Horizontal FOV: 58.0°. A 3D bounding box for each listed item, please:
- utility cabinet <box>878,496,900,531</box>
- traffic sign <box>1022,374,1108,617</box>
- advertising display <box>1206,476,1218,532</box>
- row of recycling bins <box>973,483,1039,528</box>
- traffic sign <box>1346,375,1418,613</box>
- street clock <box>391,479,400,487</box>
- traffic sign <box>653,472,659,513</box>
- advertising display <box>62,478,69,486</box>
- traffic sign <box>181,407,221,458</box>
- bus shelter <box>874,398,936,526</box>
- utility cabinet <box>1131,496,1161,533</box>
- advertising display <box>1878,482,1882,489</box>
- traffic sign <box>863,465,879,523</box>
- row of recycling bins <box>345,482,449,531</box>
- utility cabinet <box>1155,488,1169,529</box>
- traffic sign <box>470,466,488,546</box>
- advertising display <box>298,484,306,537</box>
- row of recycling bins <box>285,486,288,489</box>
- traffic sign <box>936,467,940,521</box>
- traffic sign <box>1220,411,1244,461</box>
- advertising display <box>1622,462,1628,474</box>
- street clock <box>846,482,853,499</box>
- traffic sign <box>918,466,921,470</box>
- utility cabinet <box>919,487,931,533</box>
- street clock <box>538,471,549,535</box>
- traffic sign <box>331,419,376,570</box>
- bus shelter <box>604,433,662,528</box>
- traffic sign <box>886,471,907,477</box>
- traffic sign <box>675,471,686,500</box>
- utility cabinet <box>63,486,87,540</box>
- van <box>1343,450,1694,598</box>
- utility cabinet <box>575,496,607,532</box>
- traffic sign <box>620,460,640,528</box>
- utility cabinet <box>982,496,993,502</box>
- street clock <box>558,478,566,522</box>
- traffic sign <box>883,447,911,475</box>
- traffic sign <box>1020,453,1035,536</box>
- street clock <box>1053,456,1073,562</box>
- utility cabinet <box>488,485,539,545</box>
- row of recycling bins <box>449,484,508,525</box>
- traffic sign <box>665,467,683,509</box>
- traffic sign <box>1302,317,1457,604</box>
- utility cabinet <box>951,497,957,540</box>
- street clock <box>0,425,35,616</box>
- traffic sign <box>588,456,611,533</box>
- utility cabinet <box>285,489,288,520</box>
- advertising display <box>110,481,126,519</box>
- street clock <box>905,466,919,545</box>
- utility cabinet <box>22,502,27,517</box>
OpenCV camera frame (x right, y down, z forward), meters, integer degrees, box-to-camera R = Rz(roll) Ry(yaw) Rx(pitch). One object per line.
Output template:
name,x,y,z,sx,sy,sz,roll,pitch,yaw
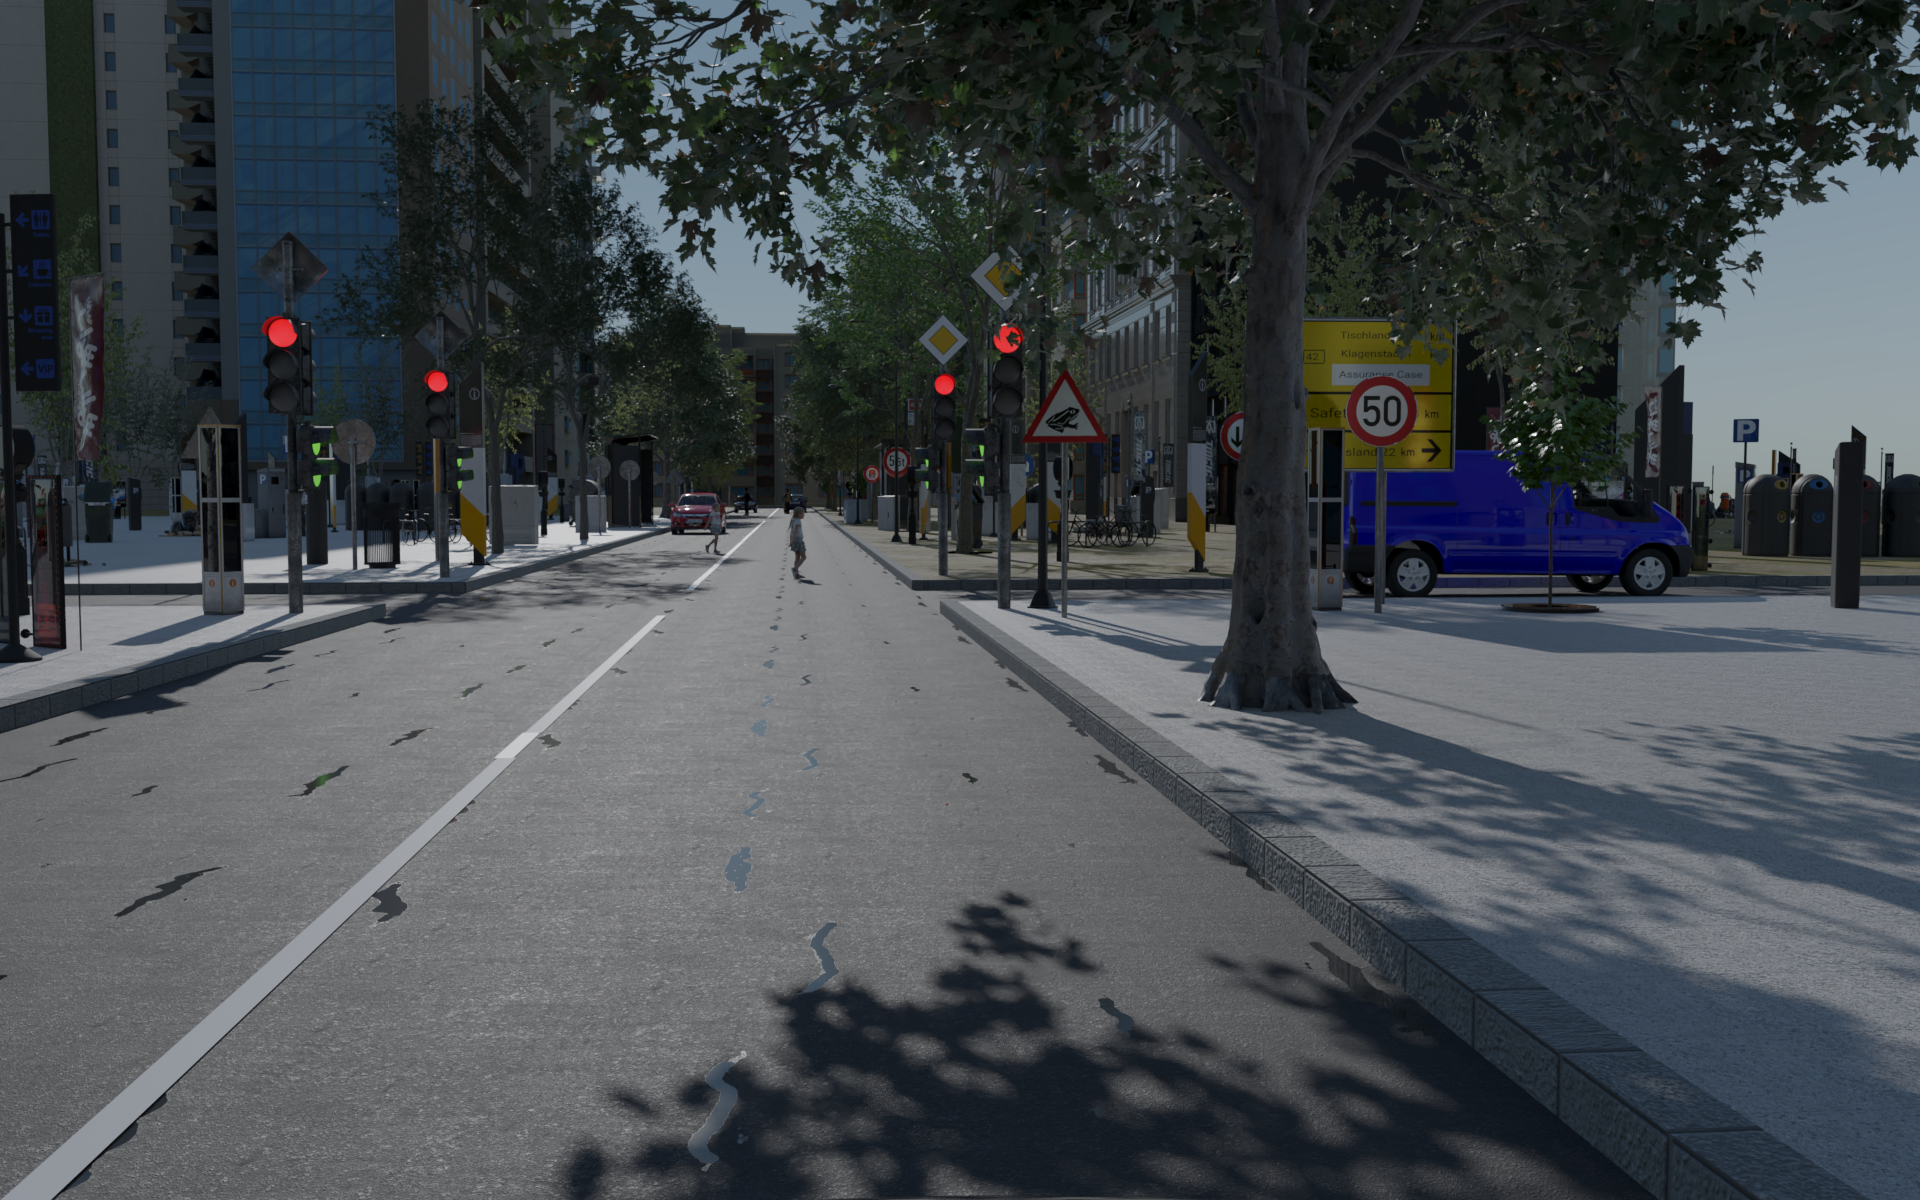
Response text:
utility cabinet,-2.518,-3.054,61.087,0.306,1.237,1.020,-3,4,-36
traffic sign,1.084,-1.097,17.948,0.884,2.594,0.081,0,4,2
advertising display,8.329,-3.280,58.847,0.974,1.923,0.123,3,5,44
row of recycling bins,1.779,-3.610,66.136,3.534,1.692,1.069,0,4,-8
traffic sign,4.516,-1.133,18.629,0.768,2.556,0.104,0,4,2
street clock,-27.851,-4.954,85.569,0.471,2.002,0.358,-2,4,-29
traffic sign,-17.451,-6.008,98.338,0.768,2.556,0.104,0,4,-2
advertising display,-35.311,-3.860,68.328,0.123,1.923,0.974,-1,4,-15
traffic sign,-11.205,-1.585,25.916,0.884,2.594,0.081,0,4,-3
bus shelter,-2.317,-5.648,69.984,2.179,5.291,8.768,0,4,-5
utility cabinet,6.112,-2.801,56.959,1.020,1.237,0.306,-2,4,-31
advertising display,46.762,-5.122,88.953,0.974,1.923,0.123,2,4,29
traffic sign,-3.901,-4.698,76.914,0.768,2.556,0.104,0,3,0
row of recycling bins,-20.007,-3.296,61.010,3.534,1.692,1.069,1,4,9
utility cabinet,7.207,-3.357,63.571,0.318,1.500,1.173,-2,4,-27
traffic sign,-12.008,-2.597,42.470,0.884,2.594,0.081,0,4,-4
advertising display,-19.778,-2.879,52.293,0.123,1.923,0.974,0,4,-1
row of recycling bins,-33.480,-5.042,89.555,3.534,1.692,1.069,-2,4,-30
traffic sign,-1.032,-5.027,82.188,0.884,2.594,0.081,0,4,1
traffic sign,4.385,-1.632,26.787,0.768,2.556,0.104,0,4,-5
advertising display,13.090,-1.839,35.284,0.974,1.923,0.123,3,5,44
street clock,-6.057,-5.552,95.343,0.358,2.002,0.471,-3,5,-39
traffic sign,-1.523,-4.643,76.017,0.768,2.556,0.104,0,4,-5
utility cabinet,-1.137,-2.949,56.894,0.318,1.500,1.173,0,4,3
street clock,-13.058,-3.043,54.320,0.358,2.002,0.471,-2,4,-25
traffic sign,-10.275,-1.788,29.343,0.768,2.556,0.104,0,4,1
bus shelter,-13.040,-4.777,69.393,1.731,3.624,6.357,0,4,-6
traffic sign,-1.908,-3.204,52.484,0.768,2.556,0.104,0,4,1
traffic sign,-13.909,-5.156,85.489,0.795,2.450,0.064,0,4,-1
utility cabinet,-24.580,-2.388,47.720,1.173,1.500,0.318,-2,4,-34
van,7.657,-1.231,24.518,5.245,2.365,2.240,0,4,-7
utility cabinet,-13.325,-3.145,62.575,1.020,1.237,0.306,1,4,11
traffic sign,-12.400,-3.970,65.021,0.768,2.556,0.104,0,4,3
utility cabinet,0.568,-2.837,57.540,1.020,1.237,0.306,1,4,16
street clock,-17.984,-4.505,78.229,0.358,2.002,0.471,-1,4,-21
traffic sign,-1.711,-2.870,47.034,0.768,2.556,0.104,0,4,-1
traffic sign,1.891,-3.230,52.924,0.768,2.556,0.104,0,4,-5
street clock,1.956,-1.733,32.911,0.358,2.002,0.471,2,4,26
utility cabinet,-11.139,-2.112,43.213,1.173,1.500,0.318,0,4,6
row of recycling bins,-19.916,-3.941,71.549,3.534,1.692,1.069,1,4,21
traffic sign,-13.902,-5.147,84.164,0.884,2.594,0.081,0,4,-5
traffic sign,4.601,-1.601,20.046,2.265,3.308,0.079,0,4,-3
utility cabinet,-0.042,-2.273,48.317,0.306,1.237,1.020,1,4,9
street clock,-9.997,-0.839,18.291,0.471,2.002,0.358,2,4,29
traffic sign,-11.948,-3.503,57.381,0.768,2.556,0.104,0,4,4
utility cabinet,-32.398,-4.570,83.398,1.173,1.500,0.318,1,4,9
advertising display,-43.128,-5.099,88.576,0.123,1.923,0.974,2,4,31
street clock,-1.212,-2.416,44.066,0.358,2.002,0.471,0,4,4
utility cabinet,-50.933,-5.233,94.233,0.318,1.500,1.173,1,4,16
